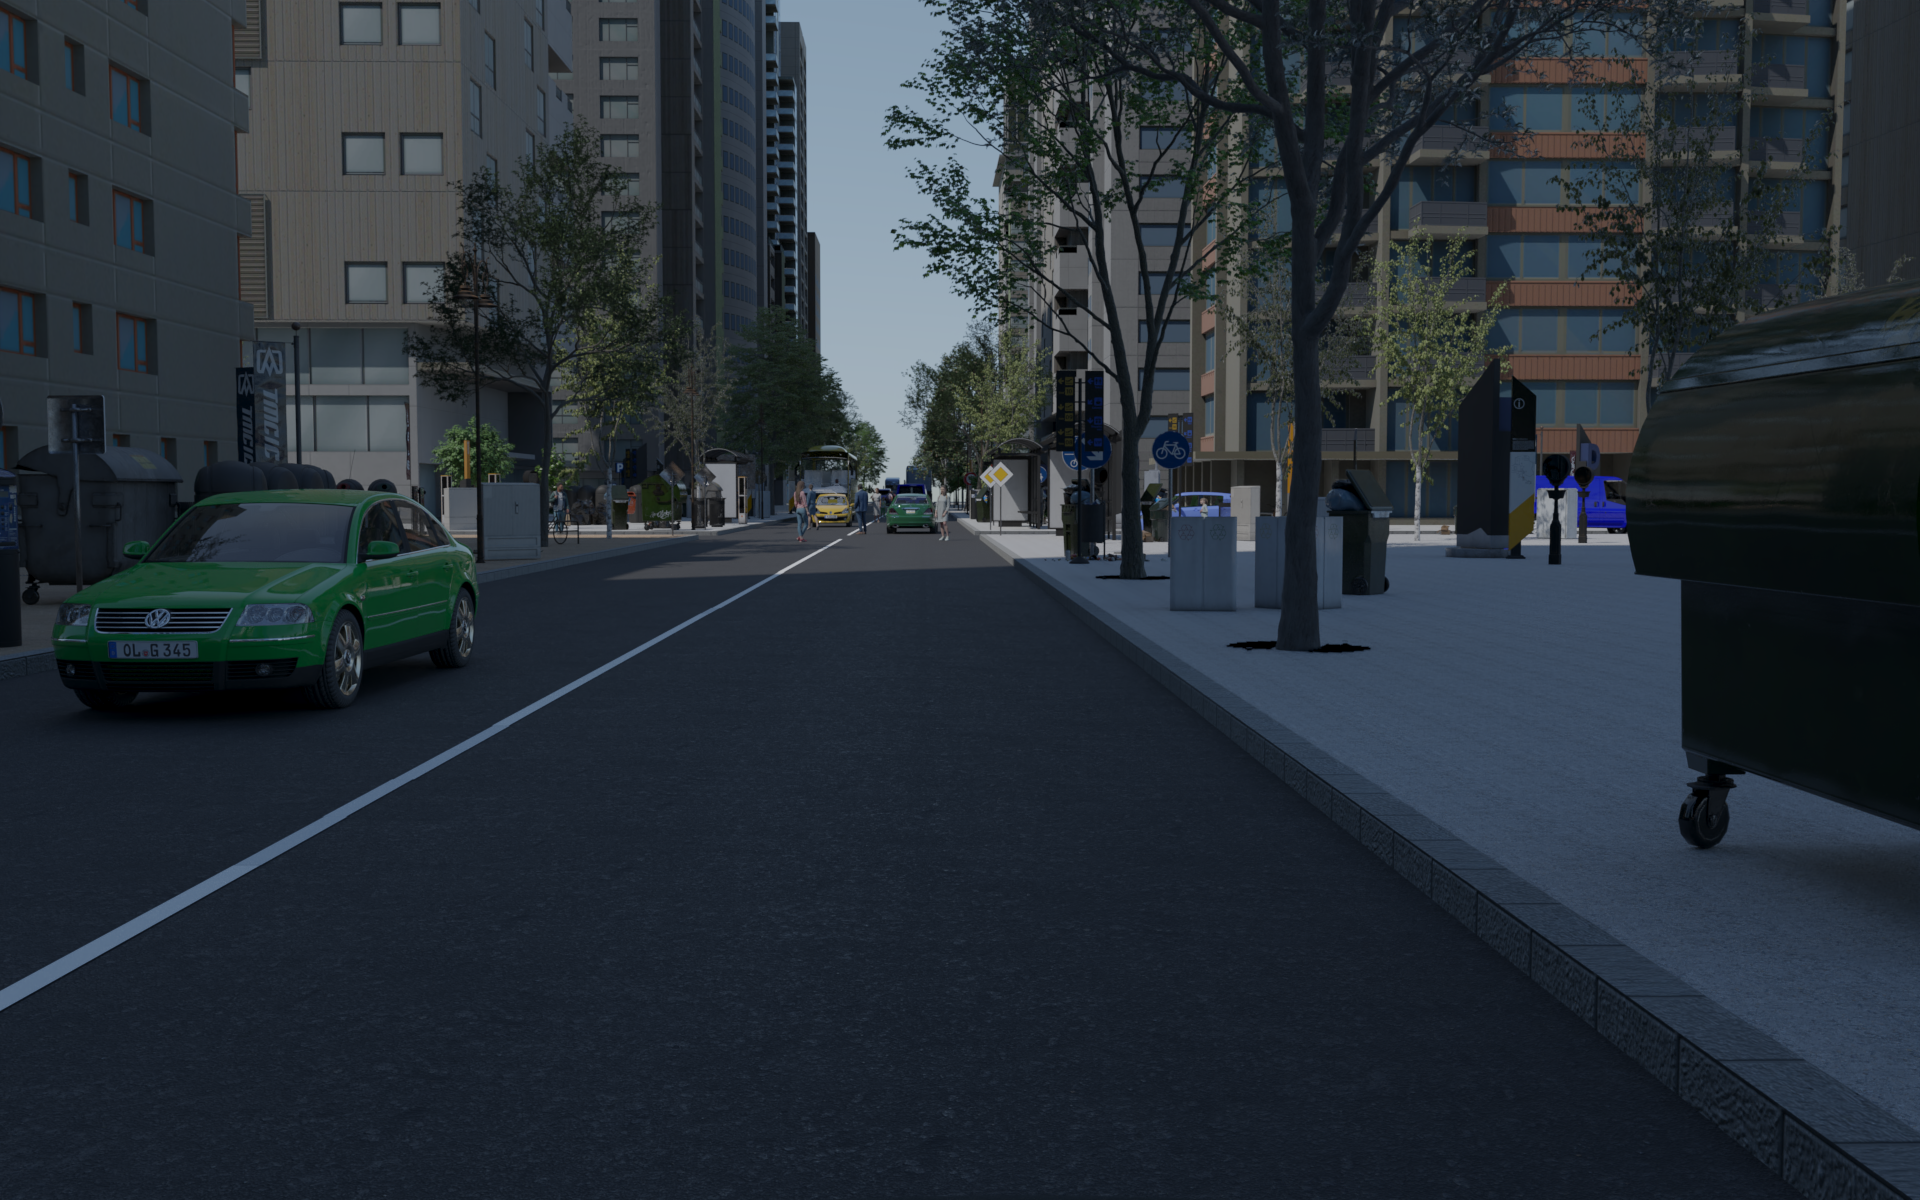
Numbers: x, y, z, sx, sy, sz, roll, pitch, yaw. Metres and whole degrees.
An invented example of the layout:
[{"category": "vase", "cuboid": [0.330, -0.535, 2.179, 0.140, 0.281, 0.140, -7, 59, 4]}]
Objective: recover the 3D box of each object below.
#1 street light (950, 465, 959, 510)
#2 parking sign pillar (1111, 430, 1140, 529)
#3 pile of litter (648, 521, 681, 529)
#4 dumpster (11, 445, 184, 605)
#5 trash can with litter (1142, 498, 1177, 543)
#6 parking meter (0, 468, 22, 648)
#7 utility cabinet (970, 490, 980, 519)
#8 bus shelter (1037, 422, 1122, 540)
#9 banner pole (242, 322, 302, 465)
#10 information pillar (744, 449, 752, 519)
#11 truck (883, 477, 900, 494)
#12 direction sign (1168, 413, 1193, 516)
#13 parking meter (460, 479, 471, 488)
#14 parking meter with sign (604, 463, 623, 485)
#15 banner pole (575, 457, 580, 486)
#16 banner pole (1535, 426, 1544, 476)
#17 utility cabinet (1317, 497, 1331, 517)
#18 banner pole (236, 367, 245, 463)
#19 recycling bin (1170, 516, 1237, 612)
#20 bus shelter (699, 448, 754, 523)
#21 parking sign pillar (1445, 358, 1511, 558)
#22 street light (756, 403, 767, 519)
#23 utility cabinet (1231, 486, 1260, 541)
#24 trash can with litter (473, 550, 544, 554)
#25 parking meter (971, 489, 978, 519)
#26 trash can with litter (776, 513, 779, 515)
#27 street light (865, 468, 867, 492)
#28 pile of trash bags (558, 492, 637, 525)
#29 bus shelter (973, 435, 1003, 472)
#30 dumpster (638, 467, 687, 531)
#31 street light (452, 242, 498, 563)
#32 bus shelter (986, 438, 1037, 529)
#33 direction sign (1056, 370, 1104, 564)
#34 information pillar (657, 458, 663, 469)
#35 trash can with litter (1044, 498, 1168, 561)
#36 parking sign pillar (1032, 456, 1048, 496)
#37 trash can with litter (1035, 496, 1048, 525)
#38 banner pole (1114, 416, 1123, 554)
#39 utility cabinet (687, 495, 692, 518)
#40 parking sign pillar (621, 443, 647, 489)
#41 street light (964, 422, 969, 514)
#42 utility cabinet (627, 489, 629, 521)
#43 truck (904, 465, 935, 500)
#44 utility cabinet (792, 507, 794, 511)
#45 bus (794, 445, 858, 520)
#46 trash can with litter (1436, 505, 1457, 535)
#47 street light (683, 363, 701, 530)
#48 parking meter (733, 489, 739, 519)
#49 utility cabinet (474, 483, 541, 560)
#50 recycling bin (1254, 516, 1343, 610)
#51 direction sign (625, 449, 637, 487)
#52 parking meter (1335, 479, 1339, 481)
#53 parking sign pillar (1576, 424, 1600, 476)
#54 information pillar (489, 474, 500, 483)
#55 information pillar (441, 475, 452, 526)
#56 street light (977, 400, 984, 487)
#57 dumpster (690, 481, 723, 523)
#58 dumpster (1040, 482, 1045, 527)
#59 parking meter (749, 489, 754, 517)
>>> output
[{"category": "street light", "cuboid": [-0.544, -11.361, 158.539, 0.468, 5.910, 1.993, 0, 4, -1]}, {"category": "parking sign pillar", "cuboid": [5.857, -4.630, 64.181, 1.447, 3.967, 1.447, 1, 4, 20]}, {"category": "pile of litter", "cuboid": [-11.223, -3.099, 64.638, 1.719, 0.858, 1.176, 3, 4, 36]}, {"category": "dumpster", "cuboid": [-10.264, -0.912, 20.674, 1.264, 1.857, 1.865, 0, 4, -1]}, {"category": "trash can with litter", "cuboid": [5.211, -2.124, 46.116, 1.055, 1.170, 0.624, -3, 4, -37]}, {"category": "parking meter", "cuboid": [-8.114, -0.375, 14.548, 0.372, 1.533, 0.369, 0, 3, 0]}, {"category": "utility cabinet", "cuboid": [0.895, -4.879, 88.453, 0.318, 1.500, 1.173, -2, 4, -28]}, {"category": "bus shelter", "cuboid": [3.505, -3.447, 50.282, 2.014, 3.302, 5.546, 0, 4, -1]}, {"category": "banner pole", "cuboid": [-9.821, -2.147, 25.125, 0.863, 3.779, 0.401, -3, 5, -41]}, {"category": "information pillar", "cuboid": [-10.982, -6.010, 89.611, 0.183, 3.616, 0.504, 2, 4, 31]}, {"category": "truck", "cuboid": [-10.794, -18.114, 285.929, 2.967, 4.110, 18.799, 0, 4, 0]}, {"category": "direction sign", "cuboid": [6.162, -3.454, 48.474, 0.379, 3.537, 0.876, -3, 5, -44]}, {"category": "parking meter", "cuboid": [-18.643, -3.645, 65.307, 0.399, 1.863, 0.255, 2, 4, 35]}, {"category": "parking meter with sign", "cuboid": [-19.608, -6.177, 97.261, 1.738, 3.016, 0.543, 3, 5, 42]}, {"category": "banner pole", "cuboid": [-23.420, -7.098, 106.065, 0.401, 3.779, 0.863, 1, 4, 10]}, {"category": "banner pole", "cuboid": [21.171, -4.514, 63.817, 0.863, 3.779, 0.401, 3, 4, 36]}, {"category": "utility cabinet", "cuboid": [22.705, -5.974, 108.839, 1.020, 1.237, 0.306, 0, 4, 5]}, {"category": "banner pole", "cuboid": [-12.213, -2.447, 30.024, 0.863, 3.779, 0.401, 1, 4, 22]}, {"category": "recycling bin", "cuboid": [2.713, -0.410, 19.266, 0.722, 1.027, 0.722, 1, 4, 9]}, {"category": "bus shelter", "cuboid": [-10.692, -5.210, 79.103, 2.014, 3.302, 5.546, 0, 4, -1]}, {"category": "parking sign pillar", "cuboid": [10.634, -2.856, 35.172, 1.447, 3.967, 1.447, -1, 4, -15]}, {"category": "street light", "cuboid": [-10.024, -7.026, 87.667, 0.468, 5.910, 1.993, 0, 4, -1]}, {"category": "utility cabinet", "cuboid": [7.817, -2.378, 47.554, 0.318, 1.500, 1.173, -1, 4, -18]}, {"category": "trash can with litter", "cuboid": [-9.764, -1.627, 37.667, 1.678, 1.210, 2.233, 2, 4, 26]}, {"category": "parking meter", "cuboid": [0.720, -4.837, 87.499, 0.372, 1.533, 0.369, 0, 3, 0]}, {"category": "trash can with litter", "cuboid": [-11.801, -5.894, 107.423, 1.678, 1.210, 2.233, -1, 4, -10]}, {"category": "street light", "cuboid": [-13.416, -16.819, 247.785, 0.468, 5.910, 1.993, 0, 4, -1]}, {"category": "pile of trash bags", "cuboid": [-15.022, -3.809, 72.036, 3.447, 1.369, 1.912, -3, 5, -40]}, {"category": "bus shelter", "cuboid": [1.943, -8.408, 115.099, 2.179, 5.291, 8.768, 0, 4, -1]}, {"category": "dumpster", "cuboid": [-10.524, -3.595, 61.265, 1.502, 2.255, 1.985, 0, 4, -1]}, {"category": "street light", "cuboid": [-8.914, -3.622, 32.006, 0.468, 5.910, 1.993, 0, 4, -1]}, {"category": "bus shelter", "cuboid": [2.086, -4.348, 65.011, 2.014, 3.302, 5.546, 0, 4, -1]}, {"category": "direction sign", "cuboid": [2.201, -2.437, 31.837, 0.876, 3.537, 0.379, 0, 4, -3]}, {"category": "information pillar", "cuboid": [-19.600, -7.449, 113.150, 0.504, 3.616, 0.183, 2, 4, 25]}, {"category": "trash can with litter", "cuboid": [2.880, -1.365, 33.376, 2.233, 1.210, 1.678, 2, 4, 25]}, {"category": "parking sign pillar", "cuboid": [5.300, -7.596, 112.663, 1.447, 3.967, 1.447, -3, 5, -41]}, {"category": "trash can with litter", "cuboid": [3.307, -3.757, 72.821, 0.624, 1.170, 1.055, 1, 4, 19]}, {"category": "banner pole", "cuboid": [3.522, -2.870, 36.943, 0.401, 3.779, 0.863, 0, 4, -4]}, {"category": "utility cabinet", "cuboid": [-14.091, -4.981, 92.607, 1.020, 1.237, 0.306, -1, 4, -18]}, {"category": "parking sign pillar", "cuboid": [-17.048, -6.249, 90.640, 1.447, 3.967, 1.447, -2, 4, -35]}, {"category": "street light", "cuboid": [0.466, -8.350, 109.307, 0.468, 5.910, 1.993, 0, 4, -1]}, {"category": "utility cabinet", "cuboid": [-16.149, -4.444, 81.338, 1.173, 1.500, 0.318, -1, 4, -22]}, {"category": "truck", "cuboid": [-3.870, -10.203, 156.583, 2.967, 4.110, 18.799, 0, 3, 0]}, {"category": "utility cabinet", "cuboid": [-12.131, -7.350, 128.858, 0.318, 1.500, 1.173, 1, 4, 23]}, {"category": "bus", "cuboid": [-6.850, -6.102, 91.307, 2.896, 3.916, 12.252, 0, 4, -1]}, {"category": "trash can with litter", "cuboid": [15.534, -2.628, 54.349, 1.055, 1.170, 0.624, 0, 4, 7]}, {"category": "street light", "cuboid": [-9.482, -5.420, 61.398, 0.468, 5.910, 1.993, 0, 4, -1]}, {"category": "parking meter", "cuboid": [-11.586, -4.987, 89.946, 0.372, 1.533, 0.369, 0, 3, 0]}, {"category": "utility cabinet", "cuboid": [-8.755, -1.527, 33.641, 1.173, 1.500, 0.318, -3, 5, -40]}, {"category": "recycling bin", "cuboid": [3.810, -0.425, 19.496, 0.722, 1.027, 0.722, -3, 5, -39]}, {"category": "direction sign", "cuboid": [-16.396, -5.776, 86.440, 0.876, 3.537, 0.379, 3, 5, 42]}, {"category": "parking meter", "cuboid": [14.898, -3.800, 67.844, 0.399, 1.863, 0.255, 3, 5, 40]}, {"category": "parking sign pillar", "cuboid": [24.173, -4.783, 66.675, 1.447, 3.967, 1.447, 3, 5, 43]}, {"category": "information pillar", "cuboid": [-16.794, -3.549, 62.521, 0.304, 2.012, 0.304, 1, 4, 17]}, {"category": "information pillar", "cuboid": [-20.302, -3.915, 68.500, 0.304, 2.012, 0.304, 1, 4, 14]}, {"category": "street light", "cuboid": [1.047, -6.740, 82.992, 0.468, 5.910, 1.993, 0, 4, -1]}, {"category": "dumpster", "cuboid": [-10.948, -4.220, 74.750, 1.264, 1.857, 1.865, 0, 4, -1]}, {"category": "dumpster", "cuboid": [2.725, -3.871, 69.044, 1.264, 1.857, 1.865, 0, 4, -1]}, {"category": "parking meter", "cuboid": [-11.897, -5.685, 98.657, 0.399, 1.863, 0.255, 3, 5, 42]}]
